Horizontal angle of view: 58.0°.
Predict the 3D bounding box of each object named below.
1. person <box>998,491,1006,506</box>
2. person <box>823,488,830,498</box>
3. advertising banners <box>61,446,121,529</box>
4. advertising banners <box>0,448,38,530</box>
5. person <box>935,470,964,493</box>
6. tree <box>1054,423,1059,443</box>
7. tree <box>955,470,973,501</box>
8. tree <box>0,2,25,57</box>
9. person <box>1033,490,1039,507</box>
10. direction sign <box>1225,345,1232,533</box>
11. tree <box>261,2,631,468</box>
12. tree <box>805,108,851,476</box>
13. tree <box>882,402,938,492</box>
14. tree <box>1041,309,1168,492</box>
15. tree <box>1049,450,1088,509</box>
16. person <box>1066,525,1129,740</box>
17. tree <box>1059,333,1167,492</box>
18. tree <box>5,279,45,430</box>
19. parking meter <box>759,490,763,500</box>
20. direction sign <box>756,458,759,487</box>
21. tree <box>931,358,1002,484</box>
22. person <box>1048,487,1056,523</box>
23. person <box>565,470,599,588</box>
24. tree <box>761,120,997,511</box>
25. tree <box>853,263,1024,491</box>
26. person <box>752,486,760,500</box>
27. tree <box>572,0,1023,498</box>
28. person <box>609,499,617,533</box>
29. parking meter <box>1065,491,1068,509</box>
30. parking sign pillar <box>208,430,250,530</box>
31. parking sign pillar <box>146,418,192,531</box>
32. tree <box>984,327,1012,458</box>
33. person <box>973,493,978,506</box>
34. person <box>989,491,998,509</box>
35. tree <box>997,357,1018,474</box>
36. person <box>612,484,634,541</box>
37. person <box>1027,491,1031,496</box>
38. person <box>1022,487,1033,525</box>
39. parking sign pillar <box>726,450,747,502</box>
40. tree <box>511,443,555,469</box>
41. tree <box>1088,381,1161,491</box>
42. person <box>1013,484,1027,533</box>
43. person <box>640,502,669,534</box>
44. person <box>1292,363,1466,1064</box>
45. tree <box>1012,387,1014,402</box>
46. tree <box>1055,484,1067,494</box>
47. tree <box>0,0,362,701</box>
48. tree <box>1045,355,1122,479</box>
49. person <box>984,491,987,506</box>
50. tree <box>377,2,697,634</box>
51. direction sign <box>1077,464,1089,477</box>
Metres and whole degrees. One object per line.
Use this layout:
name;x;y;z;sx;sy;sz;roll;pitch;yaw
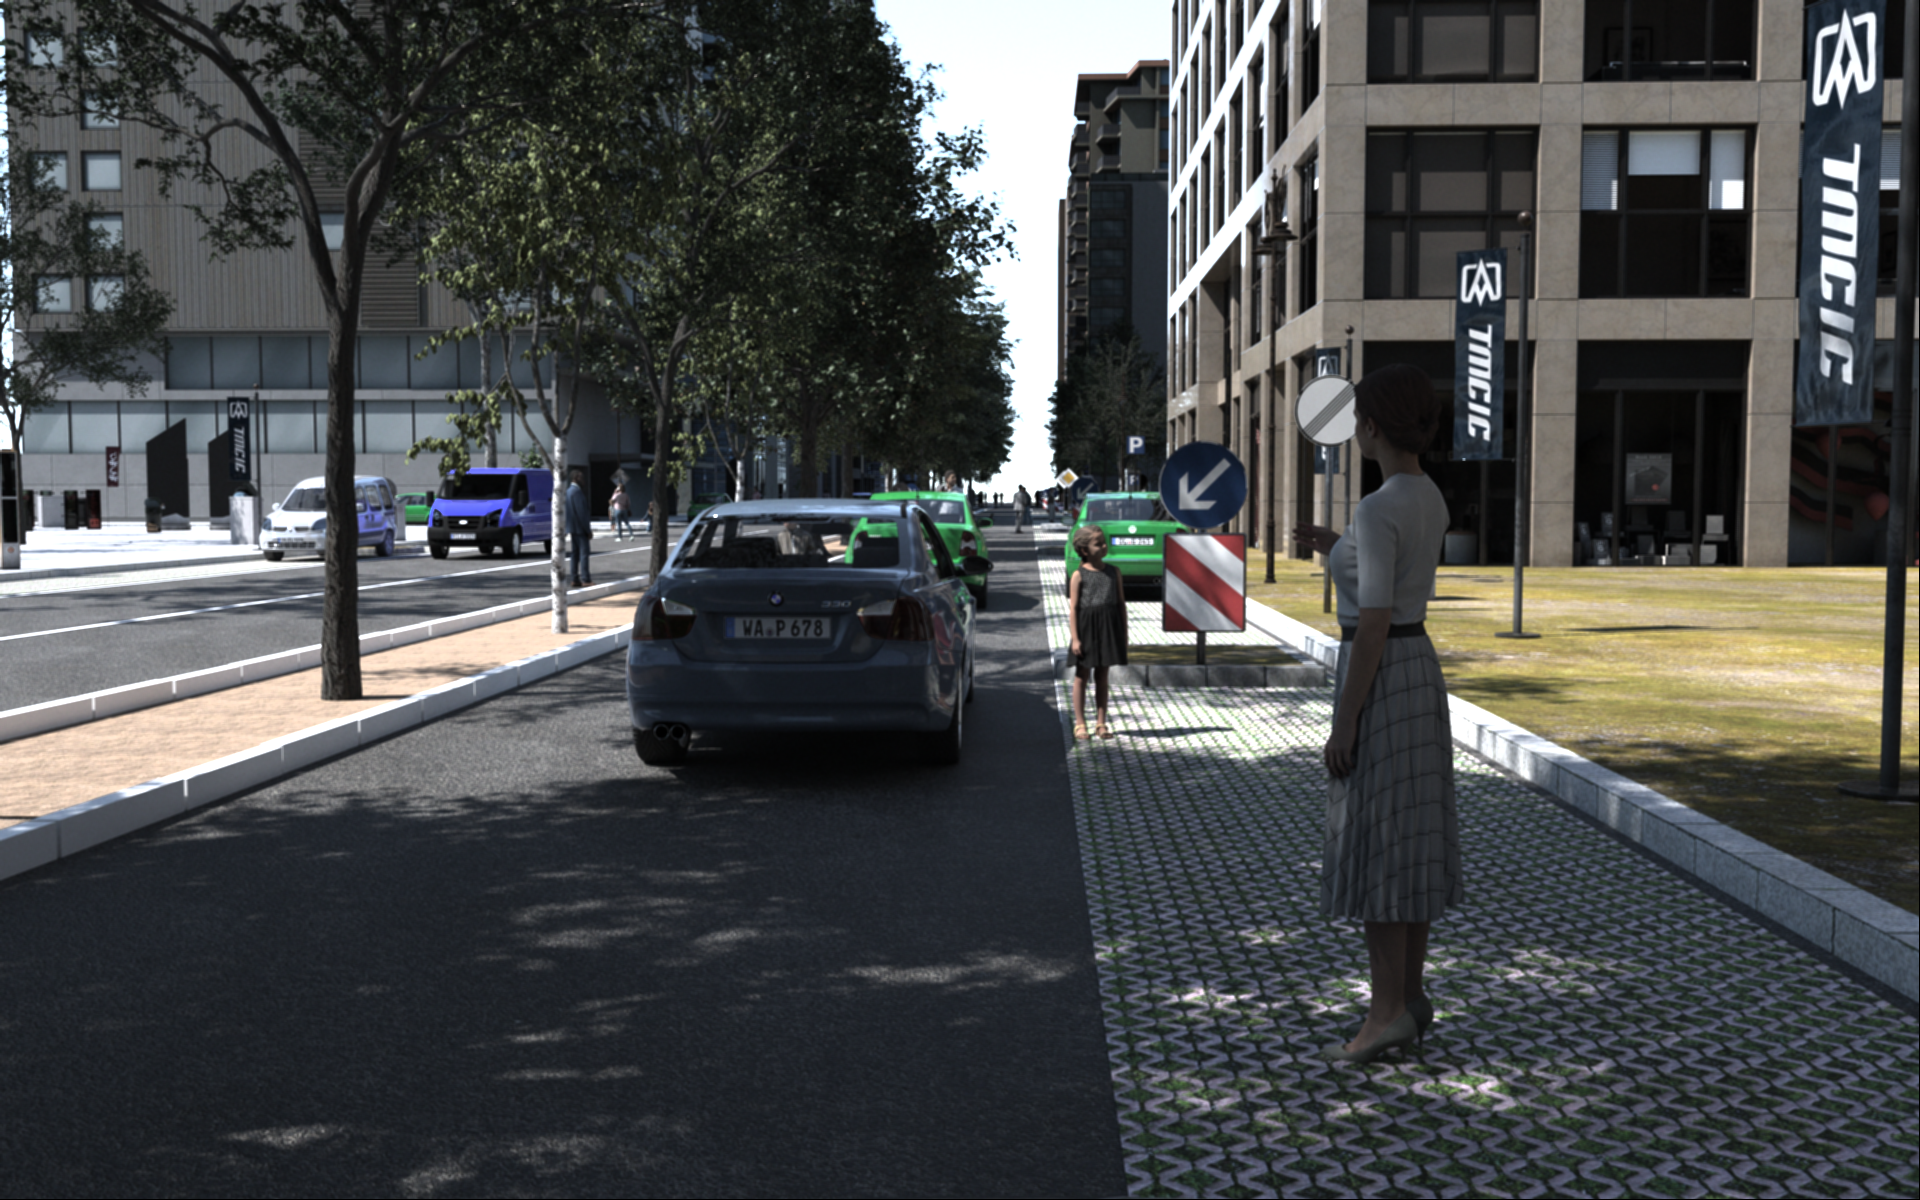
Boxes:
person;5.124;-12.595;214.449;1.348;1.821;0.705;2;4;34
person;-7.465;-5.403;97.423;0.593;1.750;0.643;2;4;30
advertising banners;-31.713;-4.104;63.284;2.074;3.025;0.090;-3;5;-42
advertising banners;-36.065;-4.332;67.014;0.090;3.025;2.074;2;4;30
person;-0.224;-1.244;28.935;0.679;1.850;0.850;0;4;4
tree;8.340;-10.126;115.926;4.360;8.622;3.978;0;3;0
tree;0.585;-11.344;138.289;4.737;8.622;4.395;0;3;0
tree;-15.818;-10.122;21.381;12.611;20.169;13.585;0;3;0
person;7.877;-10.251;175.728;1.348;1.869;0.705;-3;4;-38
direction sign;4.144;-2.129;26.803;0.379;3.537;0.876;1;4;13
tree;-16.147;-12.181;55.046;12.611;20.169;13.585;0;3;0
tree;-3.880;-4.734;30.213;4.737;8.622;4.395;0;3;0
tree;-2.304;-6.286;55.597;4.360;8.622;3.978;0;3;0
tree;7.470;-9.321;86.806;7.601;10.594;8.767;1;4;11
tree;9.859;-12.180;149.509;4.737;8.622;4.395;0;3;0
person;0.810;0.187;10.117;0.362;1.253;0.373;-1;4;-14
tree;7.625;-7.899;79.504;4.360;8.622;3.978;0;3;0
tree;-30.116;-6.263;52.755;4.360;8.622;3.978;0;3;0
parking meter;-12.867;-6.291;111.275;0.372;1.533;0.369;0;3;0
direction sign;-12.827;-7.214;109.951;0.379;3.537;0.876;0;4;2
tree;-0.808;-10.873;105.993;9.928;11.665;9.643;0;3;0
person;4.572;-4.694;85.797;0.362;1.759;0.519;2;4;27
person;-5.840;-1.092;26.541;0.419;1.800;0.721;-3;5;-39
tree;-3.034;-7.757;47.418;7.486;12.596;7.792;0;3;0
tree;-1.543;-10.447;79.920;9.857;13.997;8.962;0;3;0
person;-9.835;-4.564;83.134;0.555;1.821;0.388;2;4;29
tree;-3.412;-7.298;38.789;9.611;12.733;9.660;0;3;0
person;-12.628;-3.059;63.197;0.332;1.250;0.352;1;4;21
parking meter;9.123;-8.521;147.730;0.372;1.533;0.369;0;3;0
parking sign pillar;-26.006;-4.476;61.652;1.447;3.967;1.447;-1;4;-11
parking sign pillar;-28.052;-4.456;61.330;1.447;3.967;1.447;-1;4;-15
tree;-2.668;-7.657;62.058;8.767;10.594;7.601;0;4;2
person;1.681;-12.019;205.085;0.705;1.814;1.350;-3;5;-42
person;3.358;-9.922;171.260;0.750;1.759;0.617;-2;4;-30
tree;0.016;-11.900;115.149;7.486;12.596;7.792;0;3;0
person;-10.215;-2.665;52.668;0.593;1.750;0.643;-3;5;-42
person;8.136;-12.031;205.651;0.683;1.767;0.568;-1;4;-15
person;3.097;-4.445;81.517;0.721;1.781;0.623;-2;4;-29
parking sign pillar;-13.779;-7.240;106.843;1.447;3.967;1.447;2;4;25
tree;-15.847;-4.294;64.812;1.663;3.219;1.824;0;3;0
tree;10.706;-9.737;109.564;4.737;8.622;4.395;0;3;0
person;2.248;-3.353;63.515;0.606;1.804;0.583;2;4;32
person;-10.942;-2.950;62.236;1.012;1.151;0.738;0;4;-2
person;1.024;0.283;4.443;0.524;1.755;0.480;2;4;34
tree;-1.488;-9.336;89.505;8.767;10.594;7.601;0;4;2
tree;11.642;-12.626;201.041;1.663;3.219;1.824;0;3;0
tree;-4.341;-4.558;11.386;8.767;10.594;7.601;0;4;2
tree;10.170;-13.591;140.332;7.486;12.596;7.792;0;3;0
person;2.913;-12.063;205.600;0.599;1.838;0.709;-1;4;-23
tree;-4.124;-3.968;17.699;4.737;8.622;4.395;0;3;0
direction sign;9.161;-8.398;129.298;0.876;3.537;0.379;0;4;-2
